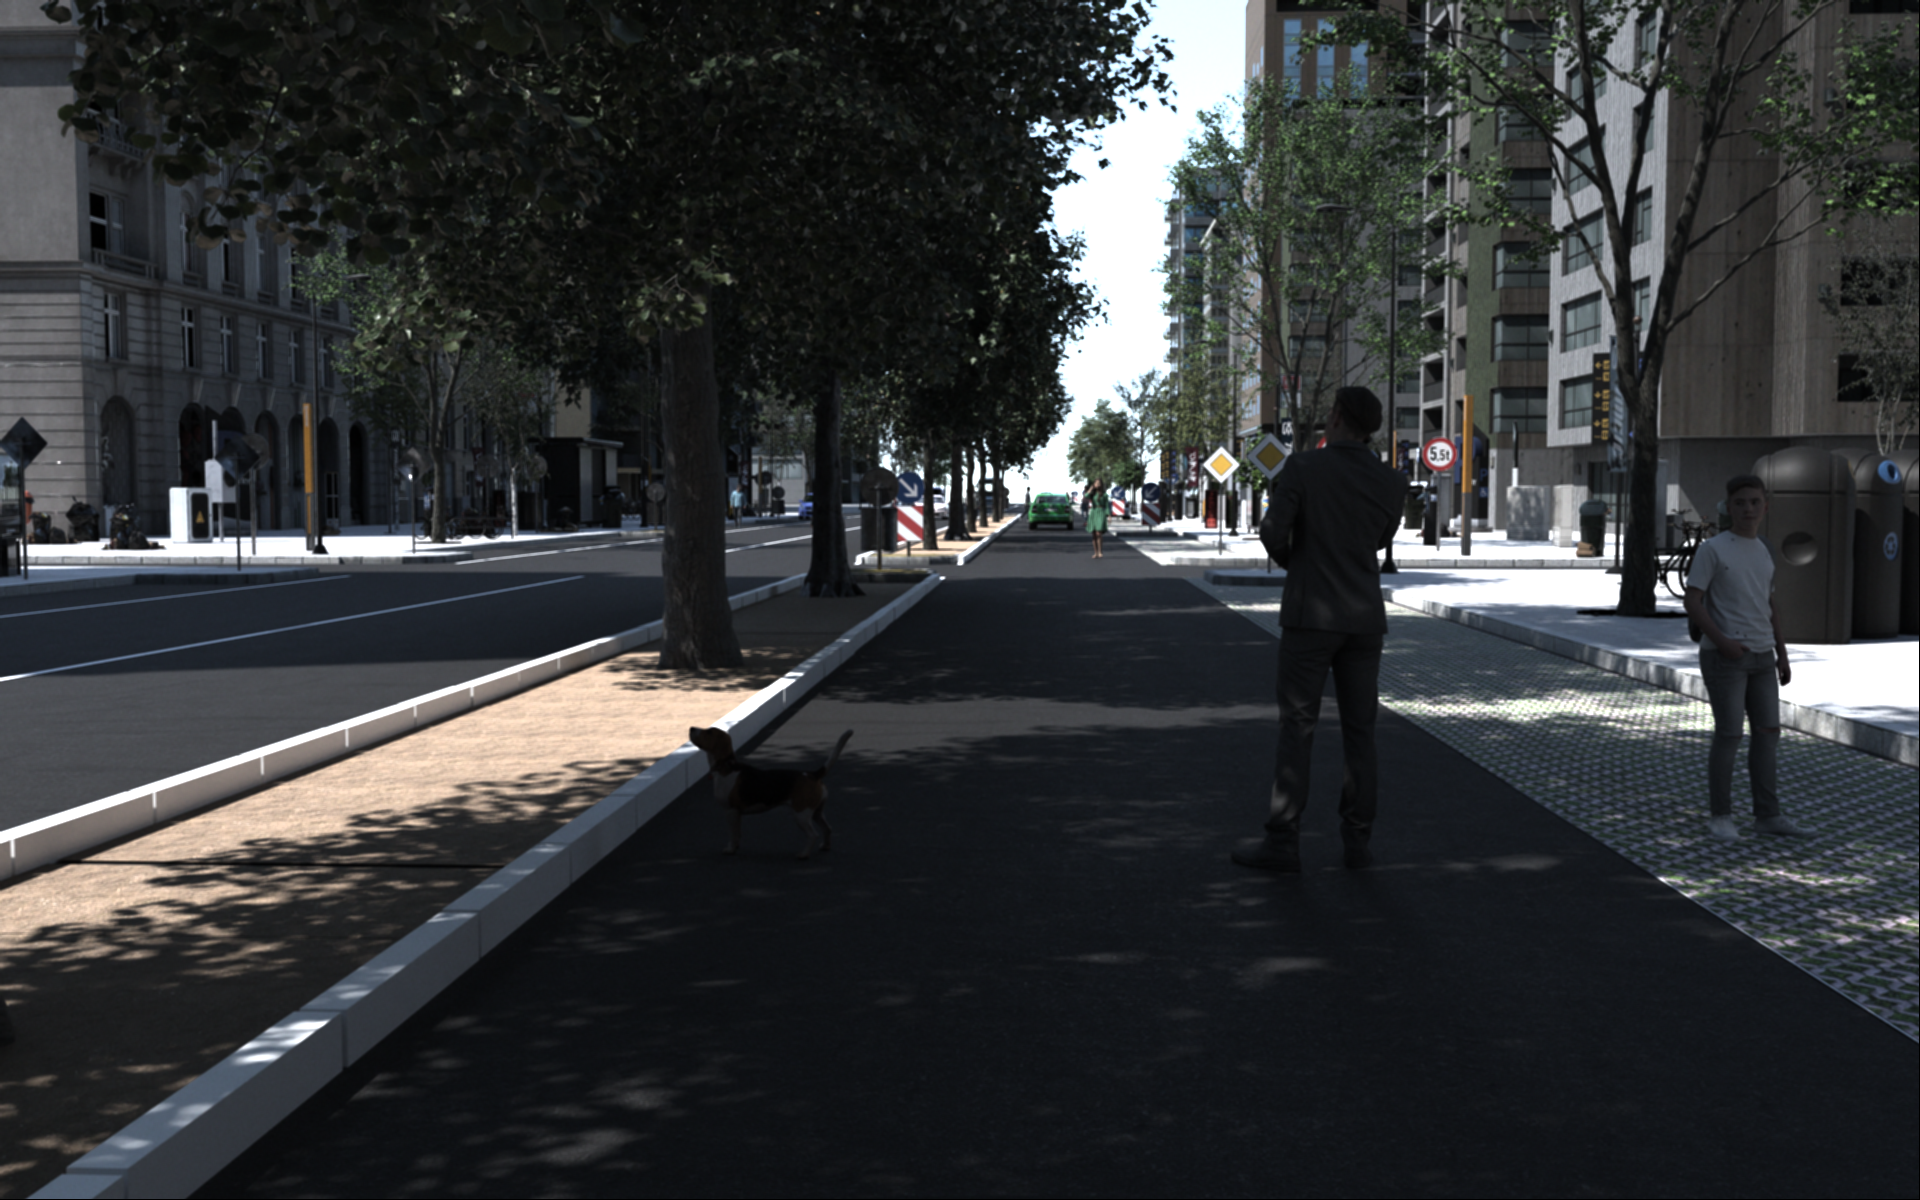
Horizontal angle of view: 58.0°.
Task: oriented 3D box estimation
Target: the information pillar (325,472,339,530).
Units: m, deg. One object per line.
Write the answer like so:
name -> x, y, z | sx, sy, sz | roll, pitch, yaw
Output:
information pillar -> -21.166, -3.296, 58.385 | 0.304, 2.012, 0.304 | 1, 4, 12

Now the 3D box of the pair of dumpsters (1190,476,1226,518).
pair of dumpsters -> 13.352, -5.553, 93.282 | 1.574, 2.255, 4.437 | 0, 4, 3

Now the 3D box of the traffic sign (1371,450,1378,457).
traffic sign -> 11.415, -2.981, 48.844 | 0.768, 2.556, 0.104 | 1, 4, 12

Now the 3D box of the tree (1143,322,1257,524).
tree -> 10.364, -7.544, 73.706 | 4.737, 8.622, 4.395 | 0, 3, 0

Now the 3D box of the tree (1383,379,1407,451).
tree -> 25.095, -9.559, 106.657 | 4.360, 8.622, 3.978 | 0, 3, 0

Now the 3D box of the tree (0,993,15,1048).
tree -> -2.804, -5.798, 3.908 | 9.857, 13.997, 8.962 | 0, 3, 0

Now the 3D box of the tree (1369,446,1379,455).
tree -> 14.670, -4.184, 63.002 | 1.663, 3.219, 1.824 | 0, 3, 0

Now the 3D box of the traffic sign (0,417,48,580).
traffic sign -> -14.028, -1.514, 25.946 | 0.795, 2.450, 0.064 | 0, 4, 7

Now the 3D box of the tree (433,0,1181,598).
tree -> -1.836, -6.381, 23.797 | 9.611, 12.733, 9.660 | 0, 3, 0

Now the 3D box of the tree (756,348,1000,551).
tree -> -0.864, -7.064, 43.704 | 9.928, 11.665, 9.643 | 0, 3, 0

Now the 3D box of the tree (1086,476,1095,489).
tree -> 18.279, -14.760, 225.039 | 4.285, 4.588, 4.351 | 0, 3, 0

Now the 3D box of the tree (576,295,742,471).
tree -> -12.822, -8.610, 75.184 | 7.601, 10.594, 8.767 | 2, 4, 34

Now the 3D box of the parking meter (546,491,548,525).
parking meter -> -16.993, -3.887, 71.966 | 0.372, 1.533, 0.369 | 0, 3, 0

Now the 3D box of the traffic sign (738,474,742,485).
traffic sign -> -11.575, -5.344, 89.508 | 0.606, 2.300, 0.079 | 0, 4, 8

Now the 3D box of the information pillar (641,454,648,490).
information pillar -> -18.587, -6.778, 102.177 | 0.504, 3.616, 0.183 | 1, 4, 21

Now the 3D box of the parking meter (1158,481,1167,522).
parking meter -> 9.148, -4.440, 78.312 | 0.255, 1.863, 0.399 | 2, 4, 32

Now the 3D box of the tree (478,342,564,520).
tree -> -20.518, -7.867, 78.994 | 4.737, 8.622, 4.395 | 0, 3, 0

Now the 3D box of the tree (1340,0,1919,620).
tree -> 7.056, -5.626, 17.733 | 9.928, 11.665, 9.643 | 0, 3, 0

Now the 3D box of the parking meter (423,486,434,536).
parking meter -> -16.083, -2.702, 52.581 | 0.372, 1.533, 0.369 | 0, 3, 0

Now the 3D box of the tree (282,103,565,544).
tree -> -13.400, -7.255, 44.371 | 9.928, 11.665, 9.643 | 0, 3, 0

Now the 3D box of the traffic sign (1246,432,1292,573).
traffic sign -> 5.011, -1.491, 28.028 | 0.795, 2.450, 0.064 | 0, 4, 3

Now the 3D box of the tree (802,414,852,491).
tree -> -9.884, -10.883, 128.292 | 4.737, 8.622, 4.395 | 0, 3, 0

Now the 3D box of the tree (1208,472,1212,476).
tree -> 15.512, -6.904, 107.484 | 1.663, 3.219, 1.824 | 0, 3, 0

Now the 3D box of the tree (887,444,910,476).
tree -> -5.267, -16.925, 211.132 | 8.767, 10.594, 7.601 | -3, 5, -41

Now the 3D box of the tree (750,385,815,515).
tree -> -10.963, -9.489, 105.500 | 4.360, 8.622, 3.978 | 0, 3, 0

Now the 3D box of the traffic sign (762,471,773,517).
traffic sign -> -10.677, -5.815, 95.186 | 0.768, 2.556, 0.104 | 1, 4, 12

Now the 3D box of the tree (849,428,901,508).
tree -> -7.953, -12.303, 151.514 | 4.360, 8.622, 3.978 | 0, 3, 0

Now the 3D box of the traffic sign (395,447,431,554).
traffic sign -> -11.649, -2.034, 36.898 | 0.795, 2.450, 0.064 | 0, 4, 3

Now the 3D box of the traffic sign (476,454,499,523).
traffic sign -> -15.203, -3.399, 55.680 | 0.768, 2.556, 0.104 | 1, 4, 9

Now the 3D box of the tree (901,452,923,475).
tree -> -5.931, -15.267, 199.971 | 4.360, 8.622, 3.978 | 0, 3, 0

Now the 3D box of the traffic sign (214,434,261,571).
traffic sign -> -12.060, -1.546, 28.924 | 0.795, 2.450, 0.064 | 0, 4, 3

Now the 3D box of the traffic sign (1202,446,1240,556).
traffic sign -> 5.421, -1.979, 36.002 | 0.795, 2.450, 0.064 | 0, 4, 3

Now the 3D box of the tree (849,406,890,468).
tree -> -6.810, -16.732, 183.930 | 12.009, 13.543, 11.850 | 0, 3, 0

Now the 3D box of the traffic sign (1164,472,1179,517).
traffic sign -> 11.152, -5.586, 91.435 | 0.768, 2.556, 0.104 | 1, 4, 9

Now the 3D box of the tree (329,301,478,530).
tree -> -19.914, -6.762, 60.922 | 4.737, 8.622, 4.395 | 0, 3, 0

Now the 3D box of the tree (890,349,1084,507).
tree -> 2.322, -11.785, 105.512 | 12.009, 13.543, 11.850 | 0, 3, 0

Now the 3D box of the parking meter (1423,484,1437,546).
parking meter -> 11.770, -2.130, 43.234 | 0.372, 1.533, 0.369 | 0, 3, 0

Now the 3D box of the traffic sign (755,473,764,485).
traffic sign -> -11.646, -6.187, 101.257 | 0.768, 2.556, 0.104 | 1, 4, 12

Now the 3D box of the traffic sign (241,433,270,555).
traffic sign -> -14.785, -2.207, 36.195 | 0.768, 2.556, 0.104 | 1, 4, 10

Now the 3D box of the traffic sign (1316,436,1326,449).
traffic sign -> 7.848, -2.217, 36.353 | 0.768, 2.556, 0.104 | 1, 4, 9

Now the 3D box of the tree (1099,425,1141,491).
tree -> 15.690, -13.481, 170.784 | 4.360, 8.622, 3.978 | 0, 3, 0

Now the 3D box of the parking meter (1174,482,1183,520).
parking meter -> 10.707, -4.844, 84.918 | 0.399, 1.863, 0.255 | -2, 4, -32

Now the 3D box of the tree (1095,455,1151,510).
tree -> 14.082, -9.724, 142.706 | 4.285, 4.588, 4.351 | 0, 3, 0

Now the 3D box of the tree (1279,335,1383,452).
tree -> 16.919, -7.991, 81.019 | 4.360, 8.622, 3.978 | 0, 3, 0

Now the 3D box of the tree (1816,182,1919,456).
tree -> 22.565, -5.574, 41.489 | 4.360, 8.622, 3.978 | 0, 3, 0

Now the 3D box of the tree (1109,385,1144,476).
tree -> 11.921, -9.096, 99.079 | 4.737, 8.622, 4.395 | 0, 3, 0

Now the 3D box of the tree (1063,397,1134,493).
tree -> 17.026, -17.408, 202.747 | 7.486, 12.596, 7.792 | 0, 3, 0

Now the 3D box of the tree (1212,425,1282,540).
tree -> 8.282, -3.296, 48.495 | 1.663, 3.219, 1.824 | 0, 3, 0

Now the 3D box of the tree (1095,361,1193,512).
tree -> 13.028, -11.389, 120.630 | 7.601, 10.594, 8.767 | -1, 4, -22

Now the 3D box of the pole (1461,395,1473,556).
pole -> 10.482, -2.566, 35.794 | 0.158, 3.312, 0.155 | 0, 3, 0

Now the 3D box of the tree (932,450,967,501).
tree -> -2.233, -21.278, 266.017 | 7.486, 12.596, 7.792 | 0, 3, 0

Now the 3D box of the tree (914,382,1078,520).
tree -> 2.215, -9.697, 95.409 | 8.767, 10.594, 7.601 | 0, 4, 3

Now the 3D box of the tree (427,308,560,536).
tree -> -13.709, -6.251, 52.561 | 4.360, 8.622, 3.978 | 0, 3, 0

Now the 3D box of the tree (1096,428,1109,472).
tree -> 14.181, -12.344, 152.194 | 4.737, 8.622, 4.395 | 0, 3, 0

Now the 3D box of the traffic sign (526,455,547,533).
traffic sign -> -13.918, -3.473, 56.886 | 0.768, 2.556, 0.104 | 1, 4, 12

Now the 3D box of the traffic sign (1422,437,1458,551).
traffic sign -> 10.701, -2.360, 38.688 | 0.768, 2.556, 0.104 | 1, 4, 11
